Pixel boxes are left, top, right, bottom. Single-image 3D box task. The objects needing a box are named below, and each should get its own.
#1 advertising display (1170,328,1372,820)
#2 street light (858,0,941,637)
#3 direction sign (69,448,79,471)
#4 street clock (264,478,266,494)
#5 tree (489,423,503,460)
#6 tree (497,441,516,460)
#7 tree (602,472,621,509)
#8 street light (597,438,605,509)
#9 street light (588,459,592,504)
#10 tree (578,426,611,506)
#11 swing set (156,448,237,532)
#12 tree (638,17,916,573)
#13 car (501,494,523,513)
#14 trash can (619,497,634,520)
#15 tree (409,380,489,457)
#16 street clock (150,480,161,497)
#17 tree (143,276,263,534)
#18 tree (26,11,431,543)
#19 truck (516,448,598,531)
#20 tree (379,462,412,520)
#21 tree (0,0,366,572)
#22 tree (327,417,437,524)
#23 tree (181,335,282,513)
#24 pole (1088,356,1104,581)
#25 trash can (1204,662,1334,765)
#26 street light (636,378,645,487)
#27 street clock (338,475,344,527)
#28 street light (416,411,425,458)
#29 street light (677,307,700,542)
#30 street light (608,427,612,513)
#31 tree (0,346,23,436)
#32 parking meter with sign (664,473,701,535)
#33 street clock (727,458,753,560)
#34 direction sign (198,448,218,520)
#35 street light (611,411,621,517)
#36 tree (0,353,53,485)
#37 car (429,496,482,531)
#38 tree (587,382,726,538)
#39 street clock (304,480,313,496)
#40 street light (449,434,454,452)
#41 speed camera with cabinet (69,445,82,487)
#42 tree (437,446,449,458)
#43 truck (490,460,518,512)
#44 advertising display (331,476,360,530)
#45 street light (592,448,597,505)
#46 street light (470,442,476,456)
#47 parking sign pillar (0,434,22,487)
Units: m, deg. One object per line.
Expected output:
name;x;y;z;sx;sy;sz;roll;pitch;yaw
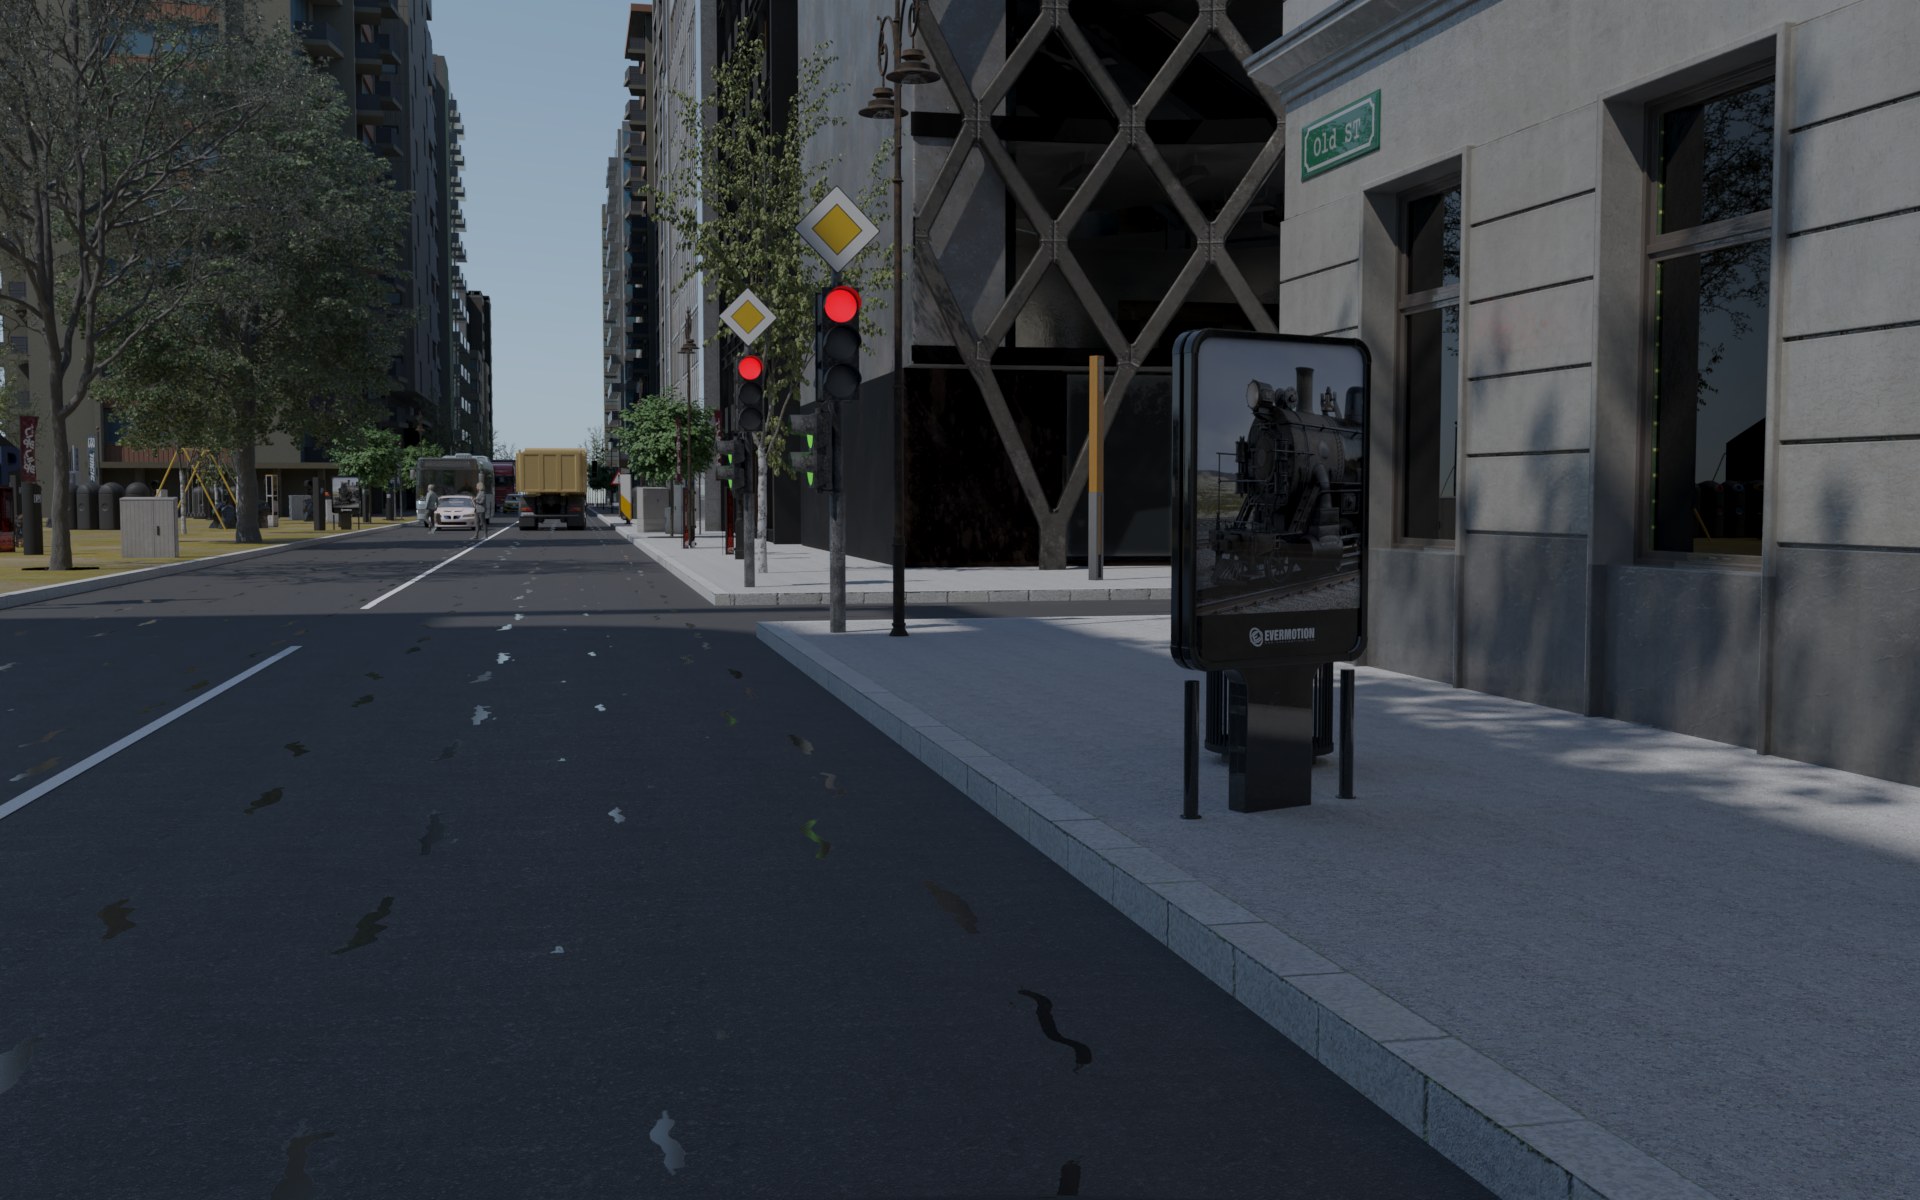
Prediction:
advertising display;1.270;-0.111;7.032;0.974;1.923;0.123;-2;4;-32
street light;-0.553;-2.612;15.491;0.468;5.910;1.993;-1;4;-13
direction sign;-44.175;-5.752;86.046;0.876;3.537;0.379;1;4;9
street clock;-30.049;-4.328;75.336;0.358;2.002;0.471;0;4;6
tree;-46.961;-13.437;170.064;4.360;8.622;3.978;0;3;0
tree;-63.126;-17.864;242.437;4.737;8.622;4.395;0;3;0
tree;-29.467;-9.371;147.810;1.663;3.219;1.824;0;3;0
street light;-29.664;-10.468;143.935;0.468;5.910;1.993;-1;4;-13
street light;-42.245;-13.842;199.098;0.468;5.910;1.993;-1;4;-13
tree;-38.419;-14.154;181.786;4.737;8.622;4.395;0;3;0
swing set;-26.567;-3.832;60.270;2.862;2.851;3.119;0;4;-7
tree;-2.973;-4.743;27.912;4.737;8.622;4.395;0;3;0
car;-33.281;-7.298;129.539;2.015;1.641;3.980;-1;4;-13
trash can;-16.258;-4.458;84.547;0.748;1.137;0.748;0;3;0
tree;-33.482;-9.918;112.515;4.360;8.622;3.978;0;3;0
street clock;-42.366;-5.300;91.224;0.471;2.002;0.358;1;4;13
tree;-24.657;-6.419;55.310;4.360;8.622;3.978;0;3;0
tree;-18.961;-8.490;45.460;9.857;13.997;8.962;0;3;0
truck;-16.739;-4.622;71.490;3.469;3.379;9.791;-1;4;-11
tree;-28.051;-5.570;85.668;1.663;3.219;1.824;0;3;0
tree;-15.024;-7.247;28.863;12.009;13.543;11.850;0;3;0
tree;-25.422;-5.539;74.280;4.285;4.588;4.351;0;3;0
tree;-30.157;-7.447;72.122;4.737;8.622;4.395;0;3;0
pole;2.021;-1.947;25.676;0.158;3.312;0.155;0;3;0
trash can;1.482;0.206;8.284;0.748;1.137;0.748;0;3;0
street light;-12.742;-5.898;69.227;0.468;5.910;1.993;-1;4;-13
street clock;-23.903;-3.813;66.906;0.471;2.002;0.358;1;4;23
street light;-29.968;-7.557;96.352;0.468;5.910;1.993;-1;4;-13
street light;-6.694;-4.282;42.806;0.468;5.910;1.993;-1;4;-13
street light;-23.491;-8.805;116.753;0.468;5.910;1.993;-1;4;-13
tree;-43.979;-7.662;75.631;4.737;8.622;4.395;0;3;0
parking meter with sign;-8.753;-3.589;54.938;0.543;3.016;1.738;-3;5;-45
street clock;-4.309;-1.795;33.918;0.471;2.002;0.358;0;4;3
direction sign;-36.700;-5.664;84.606;0.876;3.537;0.379;-1;4;-8
street light;-18.881;-7.535;95.988;0.468;5.910;1.993;-1;4;-13
tree;-47.726;-8.347;86.835;4.360;8.622;3.978;0;3;0
car;-20.107;-3.469;69.084;2.083;1.381;4.827;-1;4;-13
tree;-8.548;-4.102;50.782;4.285;4.588;4.351;0;3;0
street clock;-34.316;-5.304;91.287;0.358;2.002;0.471;1;4;19
street light;-36.052;-9.190;123.042;0.468;5.910;1.993;-1;4;-13
speed camera with cabinet;-36.027;-4.693;71.060;0.660;3.252;2.038;1;4;8
tree;-31.235;-7.181;101.125;4.285;4.588;4.351;0;3;0
truck;-37.784;-9.409;142.751;2.839;4.237;11.283;-1;4;-13
advertising display;-22.025;-3.480;62.112;0.974;1.923;0.123;-1;4;-13
street light;-35.898;-12.144;171.344;0.468;5.910;1.993;-1;4;-13
street light;-42.200;-10.840;150.021;0.468;5.910;1.993;-1;4;-13
parking sign pillar;-38.860;-5.033;70.761;1.447;3.967;1.447;1;4;18
